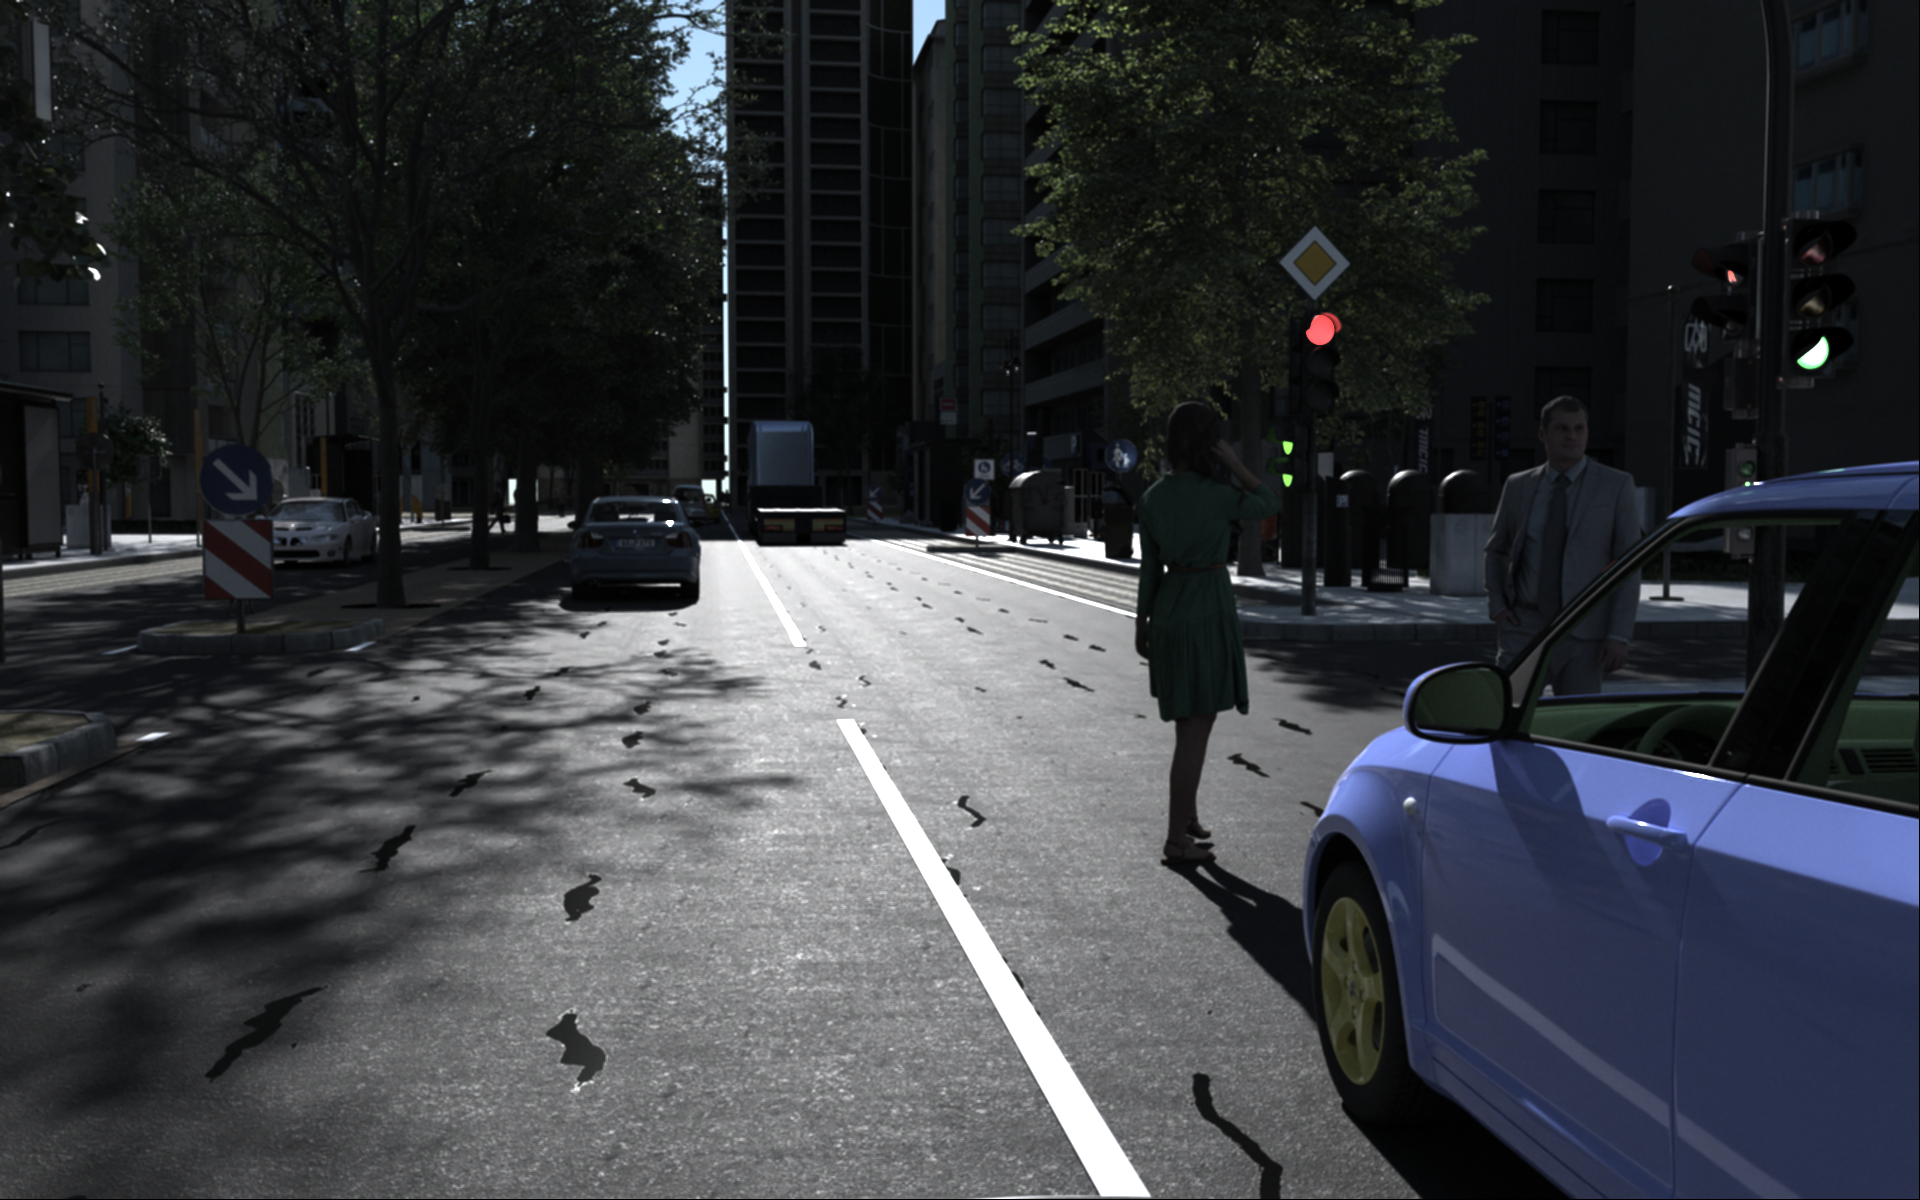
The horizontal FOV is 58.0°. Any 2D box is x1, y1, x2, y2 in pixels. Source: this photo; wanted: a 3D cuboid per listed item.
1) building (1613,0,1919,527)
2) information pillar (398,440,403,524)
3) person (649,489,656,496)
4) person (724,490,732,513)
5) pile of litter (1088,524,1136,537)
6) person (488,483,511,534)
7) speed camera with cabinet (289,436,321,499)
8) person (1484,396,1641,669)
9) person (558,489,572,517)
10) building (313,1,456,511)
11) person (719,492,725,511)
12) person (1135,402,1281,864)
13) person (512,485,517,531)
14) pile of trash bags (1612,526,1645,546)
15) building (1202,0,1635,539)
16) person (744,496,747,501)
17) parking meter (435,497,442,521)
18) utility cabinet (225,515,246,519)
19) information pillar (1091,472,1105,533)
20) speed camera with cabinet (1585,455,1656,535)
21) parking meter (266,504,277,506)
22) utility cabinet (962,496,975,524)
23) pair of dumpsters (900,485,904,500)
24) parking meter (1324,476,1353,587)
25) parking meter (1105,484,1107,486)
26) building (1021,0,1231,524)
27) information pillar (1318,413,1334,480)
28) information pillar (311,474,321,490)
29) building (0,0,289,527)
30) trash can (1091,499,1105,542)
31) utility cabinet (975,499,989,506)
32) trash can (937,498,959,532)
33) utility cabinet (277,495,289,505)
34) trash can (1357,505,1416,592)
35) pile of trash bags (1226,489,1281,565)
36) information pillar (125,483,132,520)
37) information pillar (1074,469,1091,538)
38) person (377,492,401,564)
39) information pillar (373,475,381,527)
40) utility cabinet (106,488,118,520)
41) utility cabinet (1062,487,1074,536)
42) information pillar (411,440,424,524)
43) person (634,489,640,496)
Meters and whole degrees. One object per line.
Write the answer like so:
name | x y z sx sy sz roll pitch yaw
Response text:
building | 27.625 -25.408 39.123 21.600 48.544 21.300 -1 4 -8
information pillar | -24.355 -5.135 75.306 0.183 3.616 0.504 0 4 -1
person | -27.474 -8.955 154.777 0.599 1.838 0.709 -1 4 -10
person | -17.076 -7.277 127.928 0.568 1.767 0.683 3 5 44
pile of litter | 4.602 -2.306 51.671 1.176 0.858 1.719 -3 5 -45
person | -16.708 -3.313 62.632 0.822 1.834 0.622 0 4 -6
speed camera with cabinet | -22.766 -4.027 60.179 0.660 3.252 2.038 0 4 -6
person | 2.351 0.107 6.846 0.635 1.810 0.391 2 4 27
person | -24.545 -6.029 107.608 0.750 1.759 0.617 -3 5 -42
building | -55.562 -33.635 139.166 27.495 52.752 28.713 -1 4 -8
person | -20.176 -8.366 146.760 0.593 1.643 0.415 -1 4 -14
person | 0.912 0.114 6.879 0.600 1.795 0.529 2 4 35
person | -17.131 -3.595 67.257 0.573 1.828 0.580 -3 4 -36
pile of trash bags | 14.310 -1.680 37.224 3.447 1.369 1.912 1 4 12
building | 15.033 -17.380 55.865 14.160 30.474 14.107 -1 4 -8
person | -15.397 -7.253 127.802 1.217 1.743 0.721 -3 4 -37
parking meter | -24.944 -4.563 83.015 0.372 1.533 0.369 0 3 0
utility cabinet | -26.404 -3.191 63.330 1.020 1.237 0.306 1 4 21
information pillar | 4.536 -3.250 57.635 0.304 2.012 0.304 3 5 43
speed camera with cabinet | 15.164 -2.826 40.534 2.038 3.252 0.660 3 5 42
parking meter | -19.673 -2.518 49.579 0.372 1.533 0.369 0 3 0
utility cabinet | 0.489 -3.846 74.051 0.306 1.237 1.020 3 5 44
pair of dumpsters | -1.836 -4.896 82.535 1.574 2.255 4.437 0 4 -8
parking meter | 5.245 -0.955 24.023 0.372 1.533 0.369 0 3 0
parking meter | 3.830 -2.150 43.559 0.372 1.533 0.369 0 3 0
building | 15.357 -28.170 84.281 21.300 48.544 21.600 -1 4 -8
information pillar | 7.311 -2.645 34.599 0.183 3.616 0.504 -1 4 -17
information pillar | -23.669 -3.631 63.853 0.304 2.012 0.304 2 4 33
building | -37.171 -23.729 71.561 14.154 41.232 14.086 -1 4 -8
trash can | 3.933 -2.162 47.008 0.748 1.137 0.748 0 3 0
utility cabinet | 0.987 -3.827 71.258 0.318 1.500 1.173 2 4 25
trash can | -0.401 -2.897 59.022 0.748 1.137 0.748 0 3 0
utility cabinet | -30.043 -4.011 76.739 0.306 1.237 1.020 1 4 17
trash can | 5.595 -0.680 22.772 0.748 1.137 0.748 0 3 0
pile of trash bags | 5.185 -1.393 32.526 1.912 1.369 3.447 -1 4 -13
information pillar | -30.262 -4.374 62.865 0.504 3.616 0.183 3 4 39
information pillar | 3.510 -2.802 50.307 0.304 2.012 0.304 3 4 36
person | -11.660 -1.637 35.439 0.511 1.800 0.466 2 4 24
information pillar | -22.367 -3.805 66.706 0.304 2.012 0.304 -3 5 -39
utility cabinet | -31.304 -3.327 63.069 1.173 1.500 0.318 1 4 11
utility cabinet | 2.981 -2.683 52.547 0.318 1.500 1.173 -3 4 -38
information pillar | -23.528 -5.118 75.035 0.504 3.616 0.183 1 4 18
person | -21.980 -6.633 117.043 1.348 1.812 0.705 0 4 -6
